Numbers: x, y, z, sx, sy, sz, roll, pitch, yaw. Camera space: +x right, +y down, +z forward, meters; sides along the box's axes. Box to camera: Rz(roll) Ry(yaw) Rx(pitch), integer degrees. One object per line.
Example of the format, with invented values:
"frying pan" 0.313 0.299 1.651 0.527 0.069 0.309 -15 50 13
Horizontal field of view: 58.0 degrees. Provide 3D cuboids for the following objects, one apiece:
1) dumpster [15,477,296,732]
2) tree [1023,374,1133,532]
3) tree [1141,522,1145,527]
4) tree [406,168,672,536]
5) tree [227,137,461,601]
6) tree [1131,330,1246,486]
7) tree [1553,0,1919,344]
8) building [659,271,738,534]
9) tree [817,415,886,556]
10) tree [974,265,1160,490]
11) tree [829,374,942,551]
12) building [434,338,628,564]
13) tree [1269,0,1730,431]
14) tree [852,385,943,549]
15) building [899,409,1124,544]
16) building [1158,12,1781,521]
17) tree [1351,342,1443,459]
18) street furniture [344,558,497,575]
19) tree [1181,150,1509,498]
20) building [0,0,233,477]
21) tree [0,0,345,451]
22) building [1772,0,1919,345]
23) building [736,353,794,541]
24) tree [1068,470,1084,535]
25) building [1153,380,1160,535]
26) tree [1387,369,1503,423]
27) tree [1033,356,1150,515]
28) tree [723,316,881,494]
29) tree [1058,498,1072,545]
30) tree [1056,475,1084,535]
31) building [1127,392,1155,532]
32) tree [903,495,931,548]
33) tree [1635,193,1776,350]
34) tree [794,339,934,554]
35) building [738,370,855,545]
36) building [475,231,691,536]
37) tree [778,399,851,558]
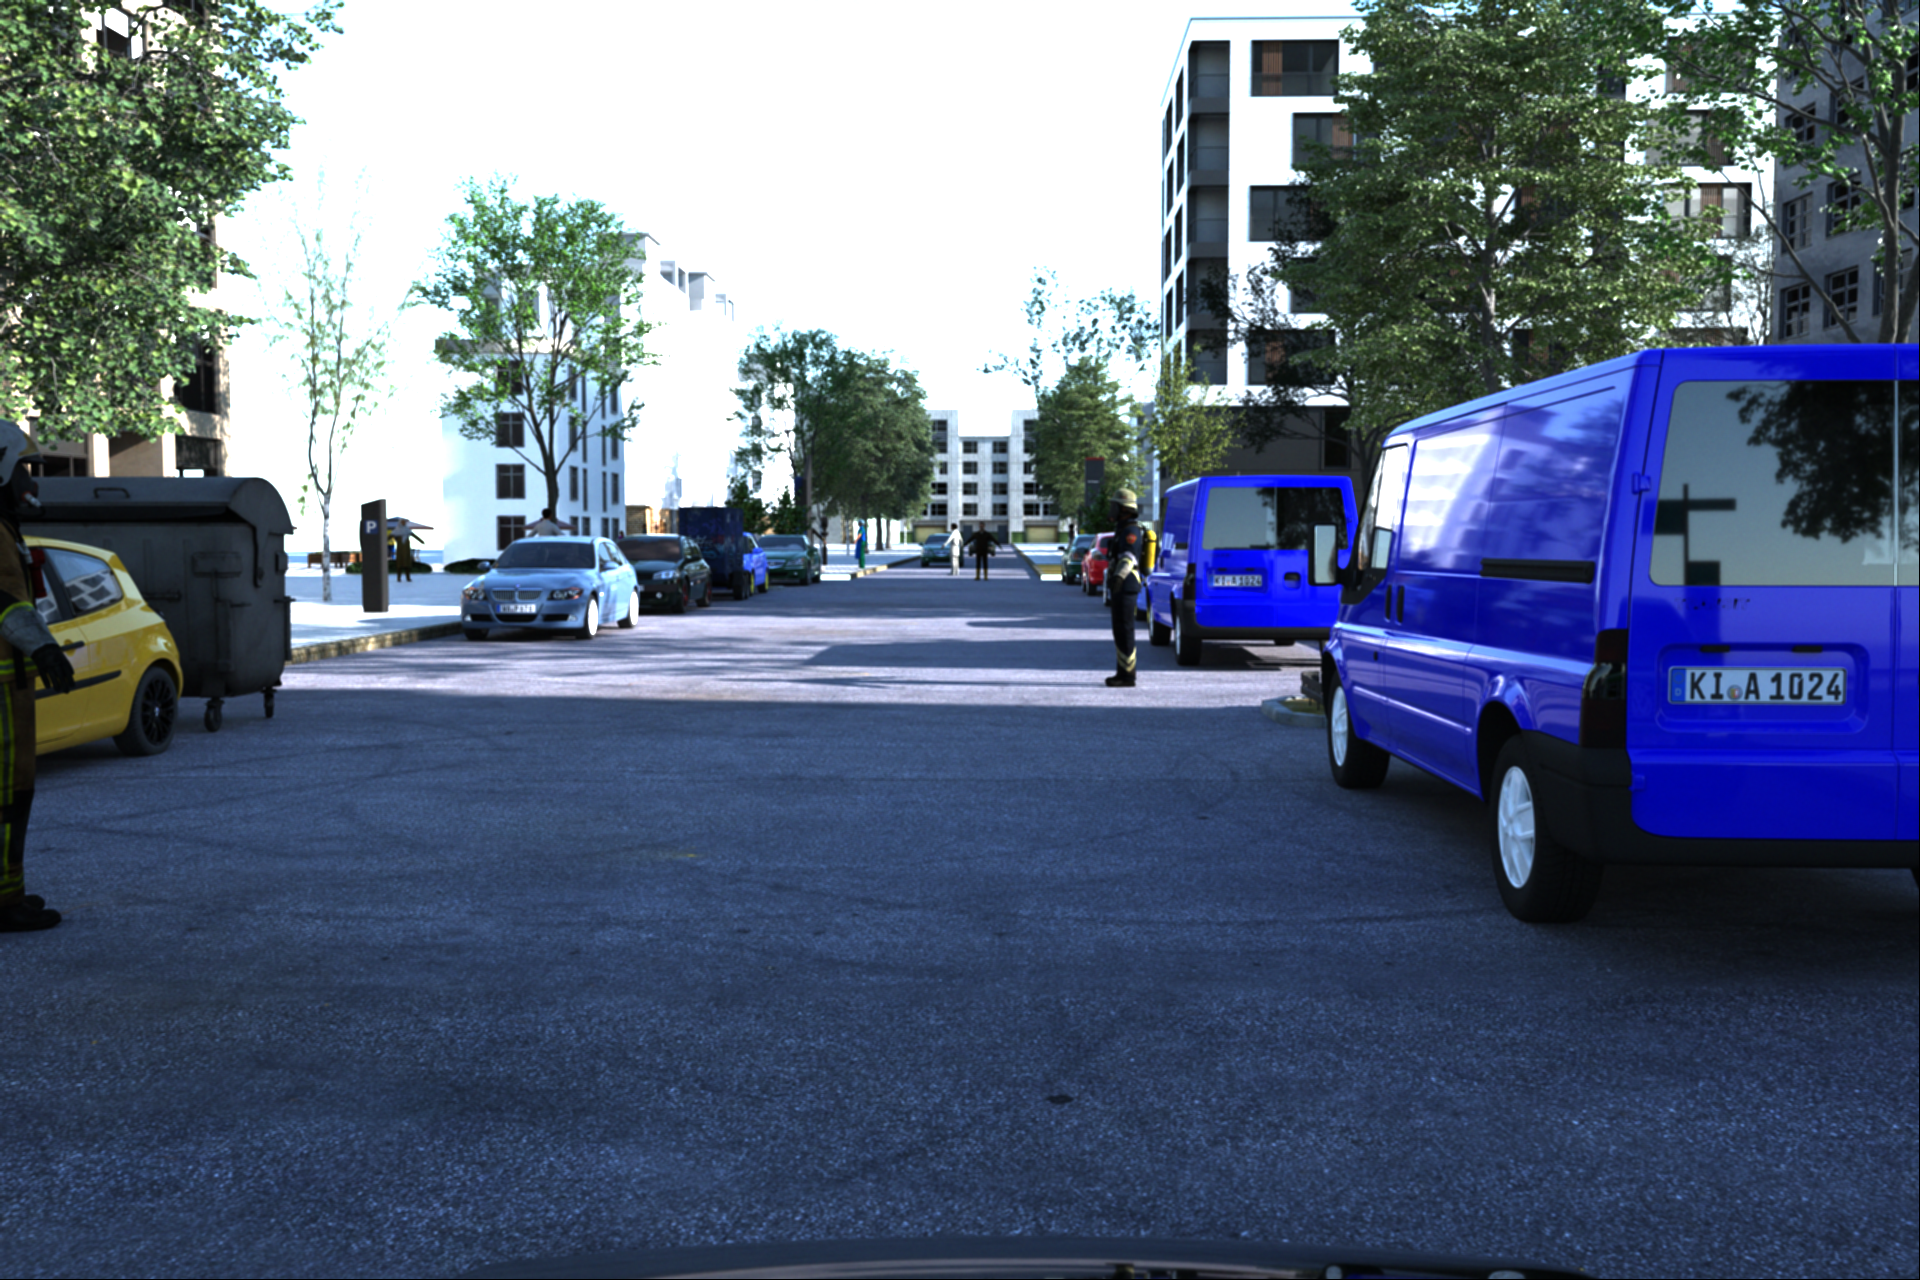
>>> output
"dumpster" -6.106 -0.292 12.991 1.865 1.857 1.264 0 4 2
"tree" 9.607 -14.070 136.702 9.857 13.997 8.962 0 3 0
"tree" 26.052 -18.061 245.657 4.737 8.622 4.395 0 3 0
"tree" -11.874 -7.596 49.949 9.928 11.665 9.643 0 3 0
"tree" -12.298 -5.044 32.838 4.360 8.622 3.978 0 3 0
"tree" 7.991 -6.845 62.283 4.737 8.622 4.395 0 3 0
"tree" 9.900 -5.658 18.256 9.928 11.665 9.643 0 3 0
"building" -23.127 -16.486 125.967 16.016 20.090 11.380 0 4 2
"tree" -6.679 -9.308 102.544 4.360 8.622 3.978 0 3 0
"tree" 7.909 -16.331 122.902 12.611 20.169 13.585 0 3 0
"tree" -6.275 -13.913 134.130 9.857 13.997 8.962 0 3 0
"building" -21.494 -8.954 88.550 9.099 9.664 28.070 0 4 1
"tree" 9.047 -6.857 30.234 7.486 12.596 7.792 0 3 0
"tree" -6.138 -14.708 147.128 9.857 13.997 8.962 0 3 0
"building" 7.333 -23.357 250.794 31.486 18.905 16.747 0 4 1
"building" 23.567 -14.729 84.799 27.936 21.610 32.646 0 4 2
"tree" 15.720 -6.638 58.901 4.737 8.622 4.395 0 3 0
"street furniture" -14.363 -2.475 56.097 10.072 0.657 5.734 1 4 15
"tree" 9.851 -6.587 42.112 8.767 10.594 7.601 -3 5 -41
"building" -31.859 -14.172 34.917 19.350 26.588 34.151 0 4 1
"tree" -12.358 -6.923 19.839 9.857 13.997 8.962 0 3 0
"building" 28.310 -13.509 39.280 11.959 24.771 22.079 0 4 2
"building" -23.873 -19.906 181.876 16.016 20.090 11.380 0 4 1
"tree" 10.404 -12.440 153.760 4.737 8.622 4.395 0 3 0
"building" 28.933 -21.788 212.645 16.016 20.090 11.380 0 4 1
"tree" 18.296 -7.013 65.033 4.737 8.622 4.395 0 3 0
"tree" 8.118 -11.777 110.681 7.486 12.596 7.792 0 3 0
"tree" -7.455 -9.577 82.342 9.928 11.665 9.643 0 3 0
"tree" 9.978 -12.840 160.297 4.360 8.622 3.978 0 3 0
"tree" 9.677 -11.952 145.774 4.737 8.622 4.395 0 3 0
"building" 27.413 -22.884 230.573 16.016 20.090 11.380 0 4 1
"tree" -4.852 -12.847 160.414 4.737 8.622 4.395 0 3 0
"tree" 28.465 -9.265 61.856 12.009 13.543 11.850 0 3 0
"tree" -6.458 -12.691 114.152 9.857 13.997 8.962 0 3 0
"building" -23.397 -23.749 219.220 19.493 23.208 18.063 0 4 1
"building" -24.400 -15.495 109.769 16.016 20.090 11.380 0 4 2
"tree" -7.658 -8.786 94.013 4.737 8.622 4.395 0 3 0
